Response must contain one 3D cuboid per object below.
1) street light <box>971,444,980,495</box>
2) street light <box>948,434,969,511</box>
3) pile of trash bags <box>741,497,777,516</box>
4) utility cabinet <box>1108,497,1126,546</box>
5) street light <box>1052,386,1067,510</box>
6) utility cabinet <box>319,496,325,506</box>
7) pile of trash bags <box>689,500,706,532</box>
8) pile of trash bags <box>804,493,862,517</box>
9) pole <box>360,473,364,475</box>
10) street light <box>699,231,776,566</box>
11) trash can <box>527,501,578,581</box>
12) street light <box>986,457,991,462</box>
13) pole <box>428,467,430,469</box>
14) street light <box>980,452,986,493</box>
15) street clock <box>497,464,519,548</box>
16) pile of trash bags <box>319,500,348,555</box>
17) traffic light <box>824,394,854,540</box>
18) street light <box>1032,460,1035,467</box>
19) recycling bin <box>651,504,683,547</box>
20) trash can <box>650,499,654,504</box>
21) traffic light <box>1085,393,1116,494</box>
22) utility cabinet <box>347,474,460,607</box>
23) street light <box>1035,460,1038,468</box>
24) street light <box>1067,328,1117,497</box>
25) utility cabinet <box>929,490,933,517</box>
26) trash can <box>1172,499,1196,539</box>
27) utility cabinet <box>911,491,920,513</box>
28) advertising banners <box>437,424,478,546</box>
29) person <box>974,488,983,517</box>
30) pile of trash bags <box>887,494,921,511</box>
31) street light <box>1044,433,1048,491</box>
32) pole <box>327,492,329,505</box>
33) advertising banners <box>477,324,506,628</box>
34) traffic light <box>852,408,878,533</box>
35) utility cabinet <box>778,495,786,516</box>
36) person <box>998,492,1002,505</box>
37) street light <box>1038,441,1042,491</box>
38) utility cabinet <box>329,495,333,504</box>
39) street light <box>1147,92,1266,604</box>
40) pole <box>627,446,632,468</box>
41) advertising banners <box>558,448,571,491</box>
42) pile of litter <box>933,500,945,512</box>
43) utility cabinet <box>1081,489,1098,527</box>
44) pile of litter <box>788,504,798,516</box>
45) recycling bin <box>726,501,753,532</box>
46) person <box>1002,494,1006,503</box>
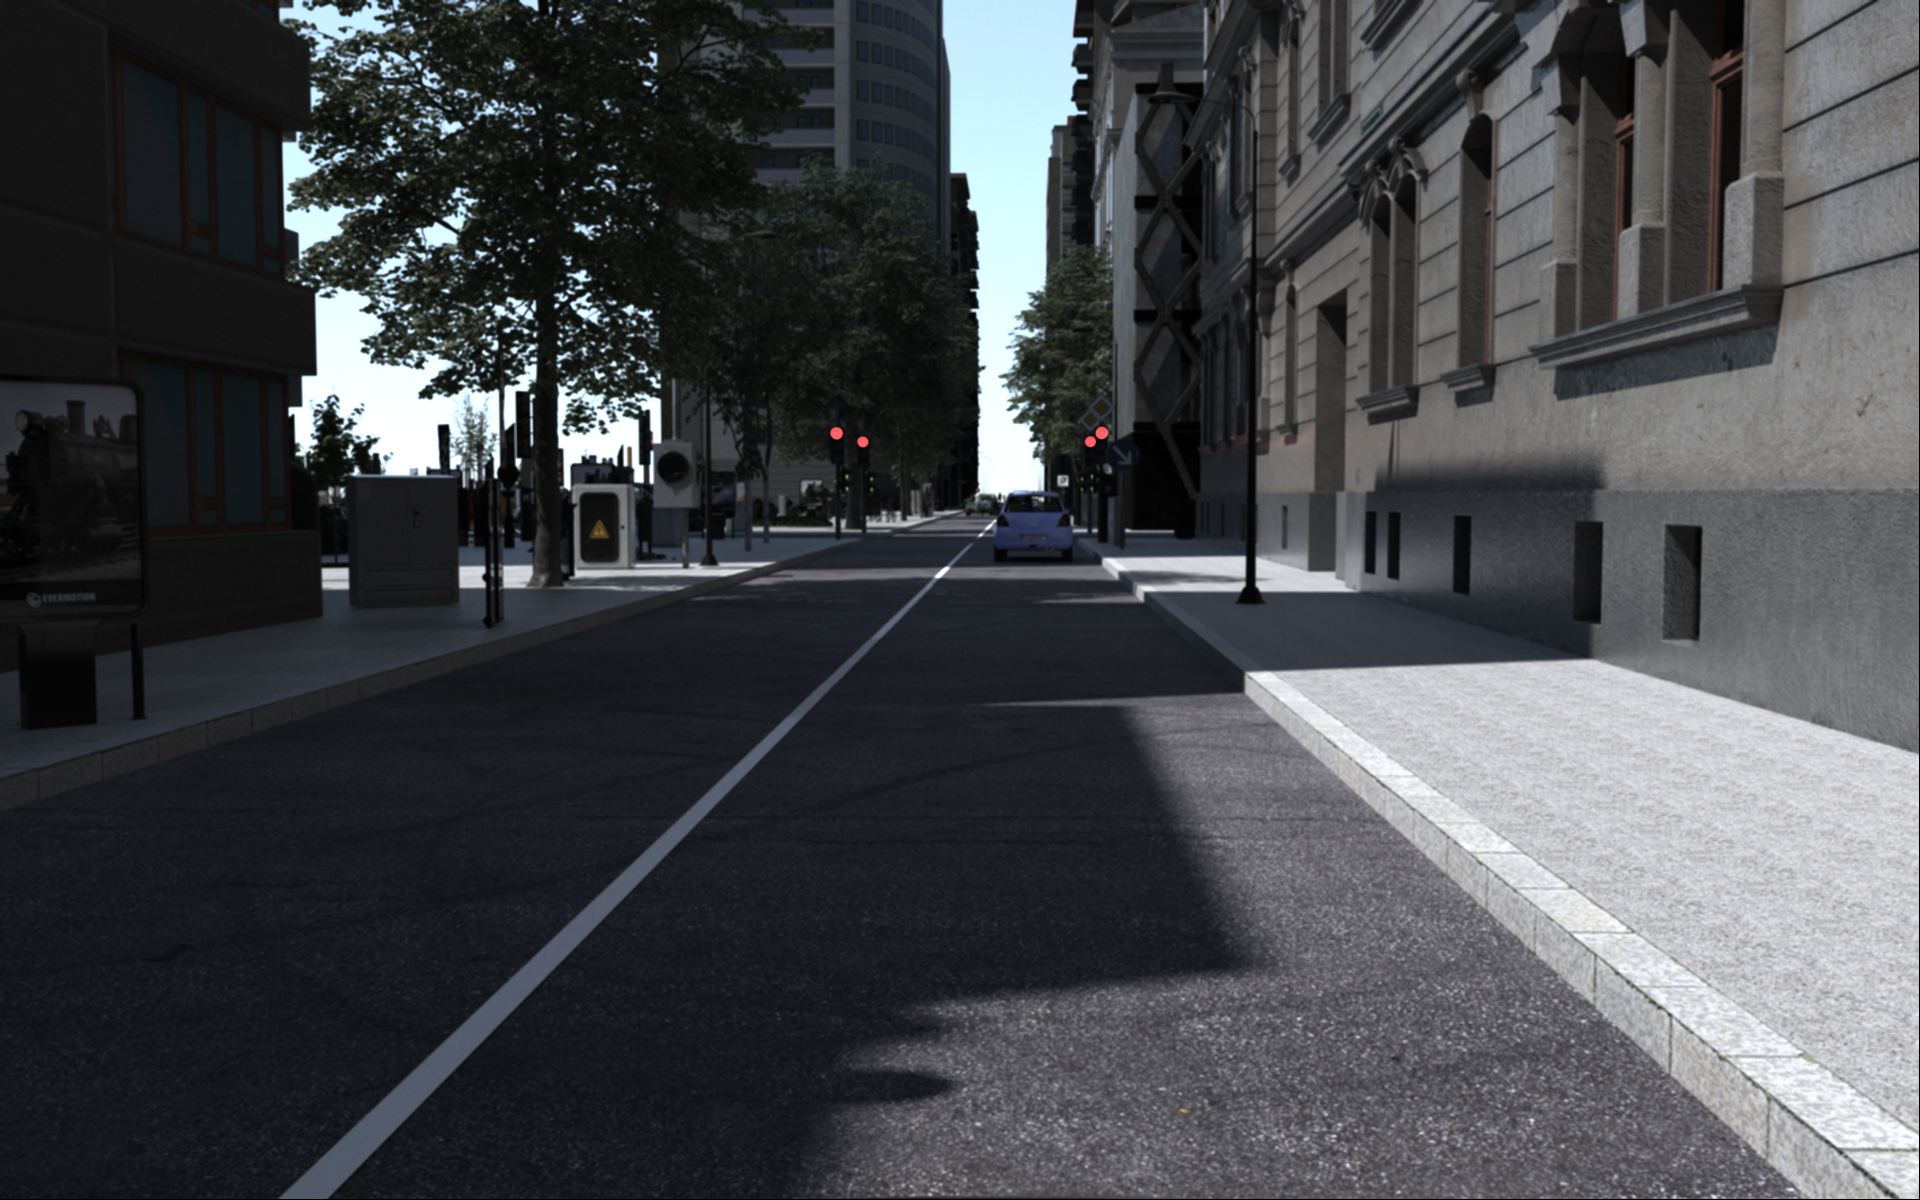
[{"bbox_3d":[0.862,-11.573,161.751,1.470,5.913,1.316,0,4,2],"label":"street light"},{"bbox_3d":[-0.225,-9.837,133.378,1.470,5.913,1.316,0,4,2],"label":"street light"},{"bbox_3d":[-12.478,-5.576,100.919,3.447,1.369,1.912,-2,4,-33],"label":"pile of trash bags"},{"bbox_3d":[3.916,-1.972,43.411,0.306,1.237,1.020,0,4,-4],"label":"utility cabinet"},{"bbox_3d":[4.782,-6.217,74.197,1.470,5.913,1.316,0,4,2],"label":"street light"},{"bbox_3d":[-27.934,-3.929,75.408,0.306,1.237,1.020,-3,4,-36],"label":"utility cabinet"},{"bbox_3d":[-10.516,-3.315,63.956,3.447,1.369,1.912,3,4,37],"label":"pile of trash bags"},{"bbox_3d":[-7.170,-5.398,98.007,3.447,1.369,1.912,0,4,4],"label":"pile of trash bags"},{"bbox_3d":[-29.562,-5.616,85.660,0.158,3.312,0.155,0,3,0],"label":"pole"},{"bbox_3d":[-3.951,-3.564,30.810,1.470,5.913,1.316,0,4,2],"label":"street light"},{"bbox_3d":[-6.031,-0.858,25.687,0.748,1.137,0.748,0,3,0],"label":"trash can"},{"bbox_3d":[2.758,-14.927,216.598,1.470,5.913,1.316,0,4,2],"label":"street light"},{"bbox_3d":[-39.424,-8.246,128.662,0.158,3.312,0.155,0,3,0],"label":"pole"},{"bbox_3d":[1.848,-13.340,190.649,1.470,5.913,1.316,0,4,2],"label":"street light"},{"bbox_3d":[-10.751,-2.243,41.245,0.358,2.002,0.471,3,5,43],"label":"street clock"},{"bbox_3d":[-13.971,-1.658,36.865,1.912,1.369,3.447,3,5,40],"label":"pile of trash bags"},{"bbox_3d":[-3.422,-3.661,48.777,0.839,4.253,0.868,0,4,2],"label":"traffic light"},{"bbox_3d":[9.592,-14.408,208.117,1.470,5.913,1.316,0,4,2],"label":"street light"},{"bbox_3d":[-7.156,-1.809,42.124,0.722,1.027,0.722,1,4,9],"label":"recycling bin"},{"bbox_3d":[-8.629,-2.322,49.615,0.748,1.137,0.748,0,3,0],"label":"trash can"},{"bbox_3d":[3.935,-3.646,48.528,0.839,4.253,0.868,0,4,2],"label":"traffic light"},{"bbox_3d":[-6.351,-0.680,19.794,1.173,1.500,0.318,-3,4,-38],"label":"utility cabinet"},{"bbox_3d":[7.540,-10.962,151.776,1.470,5.913,1.316,0,4,2],"label":"street light"},{"bbox_3d":[3.825,-4.647,48.519,1.470,5.913,1.316,0,4,2],"label":"street light"},{"bbox_3d":[-1.740,-5.347,96.106,0.318,1.500,1.173,1,4,10],"label":"utility cabinet"},{"bbox_3d":[6.384,-2.294,49.165,0.748,1.137,0.748,0,3,0],"label":"trash can"},{"bbox_3d":[-3.206,-6.416,113.579,1.173,1.500,0.318,1,4,15],"label":"utility cabinet"},{"bbox_3d":[-12.296,-2.849,42.763,2.074,3.025,0.090,3,5,41],"label":"advertising banners"},{"bbox_3d":[1.178,-6.077,108.092,0.641,1.798,0.478,0,4,-5],"label":"person"},{"bbox_3d":[-3.911,-7.310,129.272,3.447,1.369,1.912,2,4,30],"label":"pile of trash bags"},{"bbox_3d":[5.768,-7.973,102.892,1.470,5.913,1.316,0,4,2],"label":"street light"},{"bbox_3d":[-39.182,-6.930,107.148,0.158,3.312,0.155,0,3,0],"label":"pole"},{"bbox_3d":[-4.654,-1.296,17.372,0.090,3.025,2.074,-1,4,-9],"label":"advertising banners"},{"bbox_3d":[-3.134,-4.149,56.757,0.839,4.253,0.868,0,4,2],"label":"traffic light"},{"bbox_3d":[-8.706,-4.512,84.927,0.306,1.237,1.020,0,4,-1],"label":"utility cabinet"},{"bbox_3d":[5.348,-13.606,231.876,0.541,1.710,0.530,-1,4,-16],"label":"person"},{"bbox_3d":[6.845,-9.696,131.075,1.470,5.913,1.316,0,4,2],"label":"street light"},{"bbox_3d":[-47.306,-7.300,130.521,1.020,1.237,0.306,2,4,25],"label":"utility cabinet"},{"bbox_3d":[2.869,-2.914,20.178,1.470,5.913,1.316,0,4,2],"label":"street light"},{"bbox_3d":[-14.146,-4.916,74.213,0.158,3.312,0.155,0,3,0],"label":"pole"},{"bbox_3d":[-14.666,-4.285,66.250,2.074,3.025,0.090,-3,4,-37],"label":"advertising banners"},{"bbox_3d":[-1.836,-6.903,126.830,1.719,0.858,1.176,-2,4,-24],"label":"pile of litter"},{"bbox_3d":[5.236,-3.556,66.827,1.173,1.500,0.318,3,4,37],"label":"utility cabinet"},{"bbox_3d":[-7.667,-3.854,76.972,1.176,0.858,1.719,1,4,10],"label":"pile of litter"},{"bbox_3d":[-7.515,-2.837,58.941,0.722,1.027,0.722,-2,4,-27],"label":"recycling bin"},{"bbox_3d":[6.985,-15.945,272.457,1.065,1.426,0.557,3,5,43],"label":"person"}]
